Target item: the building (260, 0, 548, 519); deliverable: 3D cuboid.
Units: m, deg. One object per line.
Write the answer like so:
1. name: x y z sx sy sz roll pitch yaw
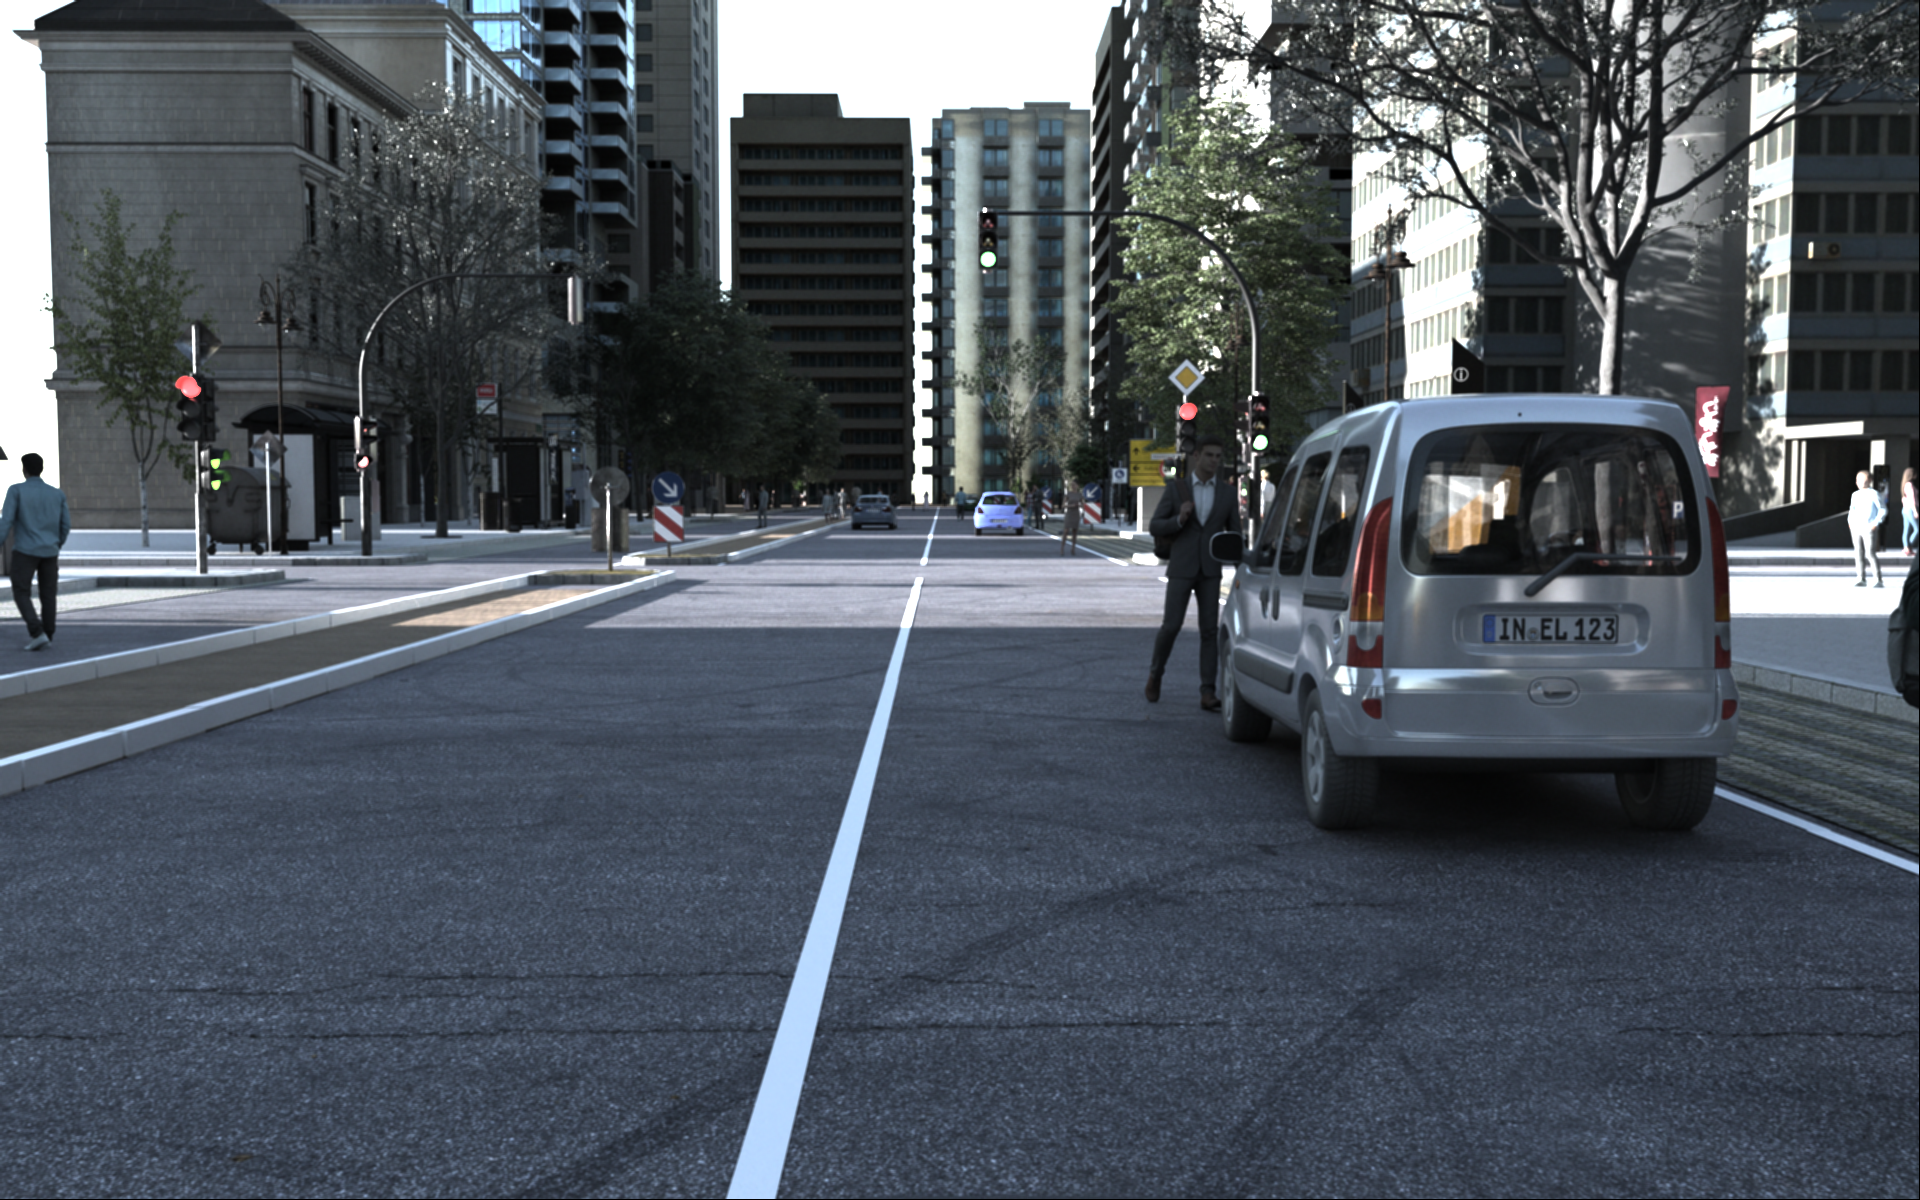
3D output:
1. building: -31.001 -18.802 93.311 13.634 28.700 20.117 0 4 -1

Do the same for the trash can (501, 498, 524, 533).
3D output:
1. trash can: -14.962 -2.831 57.936 0.748 1.137 0.748 0 3 0

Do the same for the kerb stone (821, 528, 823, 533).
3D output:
1. kerb stone: -5.142 -2.470 62.674 0.120 0.150 1.000 0 4 -1

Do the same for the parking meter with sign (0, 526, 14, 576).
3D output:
1. parking meter with sign: -15.326 -1.853 26.550 0.543 3.016 1.738 3 5 40

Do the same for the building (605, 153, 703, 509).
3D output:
1. building: -30.261 -23.104 149.445 14.160 30.474 14.107 0 4 -1

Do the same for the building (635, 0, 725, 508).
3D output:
1. building: -34.619 -44.616 167.716 20.611 71.187 20.563 0 4 -1

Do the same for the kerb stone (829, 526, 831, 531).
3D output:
1. kerb stone: -5.182 -2.727 66.774 0.120 0.150 1.000 0 4 -1

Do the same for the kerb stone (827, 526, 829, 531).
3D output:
1. kerb stone: -5.166 -2.661 65.752 0.120 0.150 1.000 0 4 -1

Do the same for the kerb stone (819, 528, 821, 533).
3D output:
1. kerb stone: -5.128 -2.410 61.651 0.120 0.150 1.000 0 4 -1

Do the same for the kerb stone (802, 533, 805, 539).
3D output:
1. kerb stone: -5.053 -1.975 54.490 0.120 0.150 1.000 0 4 -1

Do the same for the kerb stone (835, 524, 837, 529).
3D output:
1. kerb stone: -5.223 -2.973 70.872 0.120 0.150 1.000 0 4 -1

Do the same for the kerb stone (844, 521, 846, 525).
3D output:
1. kerb stone: -5.289 -3.350 77.026 0.120 0.150 1.000 0 4 -1

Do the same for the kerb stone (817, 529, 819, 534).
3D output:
1. kerb stone: -5.114 -2.343 60.629 0.120 0.150 1.000 0 4 -1

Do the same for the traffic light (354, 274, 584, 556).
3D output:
1. traffic light: -10.196 -3.744 35.875 4.771 5.953 1.251 0 4 -1

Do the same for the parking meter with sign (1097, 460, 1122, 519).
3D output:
1. parking meter with sign: 7.450 -5.685 89.204 1.738 3.016 0.543 2 4 27

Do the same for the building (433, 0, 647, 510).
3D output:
1. building: -34.889 -49.684 125.011 22.319 86.520 31.000 0 4 -1

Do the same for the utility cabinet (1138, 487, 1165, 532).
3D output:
1. utility cabinet: 6.542 -3.011 57.903 1.173 1.500 0.318 -1 4 -18

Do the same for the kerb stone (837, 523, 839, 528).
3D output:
1. kerb stone: -5.232 -3.038 71.894 0.120 0.150 1.000 0 4 -1

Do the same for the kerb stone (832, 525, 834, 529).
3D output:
1. kerb stone: -5.202 -2.852 68.822 0.120 0.150 1.000 0 4 -1

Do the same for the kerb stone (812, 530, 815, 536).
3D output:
1. kerb stone: -5.098 -2.225 58.581 0.120 0.150 1.000 0 4 -1

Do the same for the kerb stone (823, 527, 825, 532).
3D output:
1. kerb stone: -5.151 -2.537 63.696 0.120 0.150 1.000 0 4 -1

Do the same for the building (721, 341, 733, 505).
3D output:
1. building: -42.384 -22.664 215.603 28.899 21.520 27.650 0 4 -1

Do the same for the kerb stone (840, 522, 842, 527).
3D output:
1. kerb stone: -5.254 -3.165 73.957 0.120 0.150 1.000 0 4 -1

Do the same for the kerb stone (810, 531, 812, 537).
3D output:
1. kerb stone: -5.093 -2.163 57.557 0.120 0.150 1.000 0 4 -1

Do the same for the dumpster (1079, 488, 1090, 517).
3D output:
1. dumpster: 7.497 -5.802 97.354 1.502 2.255 1.985 0 4 -1

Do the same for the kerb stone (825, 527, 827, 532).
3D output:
1. kerb stone: -5.163 -2.601 64.718 0.120 0.150 1.000 0 4 -1

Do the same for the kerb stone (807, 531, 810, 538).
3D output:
1. kerb stone: -5.084 -2.100 56.534 0.120 0.150 1.000 0 4 -1

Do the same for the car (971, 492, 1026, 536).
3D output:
1. car: 1.367 -3.126 60.706 1.945 1.707 3.694 0 4 1

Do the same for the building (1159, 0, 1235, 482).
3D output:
1. building: 20.639 -26.648 119.290 14.154 41.232 14.086 0 4 -1

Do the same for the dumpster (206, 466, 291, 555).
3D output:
1. dumpster: -15.281 -1.919 37.128 1.264 1.857 1.865 0 4 -1

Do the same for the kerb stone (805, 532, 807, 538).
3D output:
1. kerb stone: -5.071 -2.038 55.512 0.120 0.150 1.000 0 4 -1

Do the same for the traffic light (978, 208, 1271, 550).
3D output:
1. traffic light: 2.664 -3.253 27.860 4.771 5.953 1.251 0 4 -1

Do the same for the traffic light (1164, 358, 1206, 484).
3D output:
1. traffic light: 4.673 -2.880 36.007 0.839 4.253 0.868 0 4 -1

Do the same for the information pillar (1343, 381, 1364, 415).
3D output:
1. information pillar: 8.171 -2.737 36.100 0.504 3.616 0.183 -2 4 -24

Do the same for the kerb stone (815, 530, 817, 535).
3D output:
1. kerb stone: -5.112 -2.286 59.606 0.120 0.150 1.000 0 4 -1

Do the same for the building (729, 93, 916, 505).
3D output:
1. building: -16.370 -36.044 213.027 21.600 48.544 21.300 0 4 -1

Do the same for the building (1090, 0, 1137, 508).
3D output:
1. building: 24.140 -33.248 167.314 21.300 48.544 21.600 0 4 -1

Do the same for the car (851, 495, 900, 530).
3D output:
1. car: -3.491 -3.603 70.912 2.014 1.417 4.499 0 4 0

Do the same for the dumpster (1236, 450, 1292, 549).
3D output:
1. dumpster: 7.133 -2.248 39.243 1.502 2.255 1.985 0 4 -1

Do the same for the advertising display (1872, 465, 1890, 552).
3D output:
1. advertising display: 20.281 -2.015 38.159 0.123 1.923 0.974 3 5 41

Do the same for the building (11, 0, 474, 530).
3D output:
1. building: -28.225 -12.992 63.336 10.553 20.767 40.483 0 4 -1

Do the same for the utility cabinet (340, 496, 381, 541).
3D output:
1. utility cabinet: -16.563 -2.245 47.865 1.020 1.237 0.306 -3 5 -42

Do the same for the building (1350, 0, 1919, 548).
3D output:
1. building: 26.675 -22.270 55.998 23.993 40.220 32.217 0 4 -1

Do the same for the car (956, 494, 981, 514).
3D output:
1. car: 0.686 -6.960 125.595 2.131 1.459 4.920 0 4 -1

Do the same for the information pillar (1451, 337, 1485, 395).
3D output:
1. information pillar: 7.546 -2.109 25.845 0.504 3.616 0.183 1 4 20

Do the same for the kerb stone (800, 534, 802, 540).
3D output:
1. kerb stone: -5.048 -1.912 53.461 0.120 0.150 1.000 0 4 -1

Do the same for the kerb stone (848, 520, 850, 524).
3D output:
1. kerb stone: -5.313 -3.542 80.100 0.120 0.150 1.000 0 4 -1

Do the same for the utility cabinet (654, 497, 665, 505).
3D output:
1. utility cabinet: -16.160 -5.261 94.700 1.173 1.500 0.318 -1 4 -13

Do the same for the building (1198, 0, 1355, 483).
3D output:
1. building: 28.738 -31.049 96.894 28.713 52.752 27.495 0 4 -1

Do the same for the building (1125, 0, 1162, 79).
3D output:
1. building: 25.293 -31.910 141.329 23.786 49.044 30.456 0 4 -1

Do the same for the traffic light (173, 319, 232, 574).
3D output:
1. traffic light: -12.206 -2.380 27.834 0.839 4.253 0.868 0 4 -1

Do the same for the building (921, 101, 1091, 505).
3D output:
1. building: 10.457 -36.355 214.006 30.456 49.044 23.786 0 4 -1

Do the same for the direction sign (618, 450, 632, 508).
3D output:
1. direction sign: -17.141 -5.915 88.714 0.379 3.537 0.876 3 4 38
